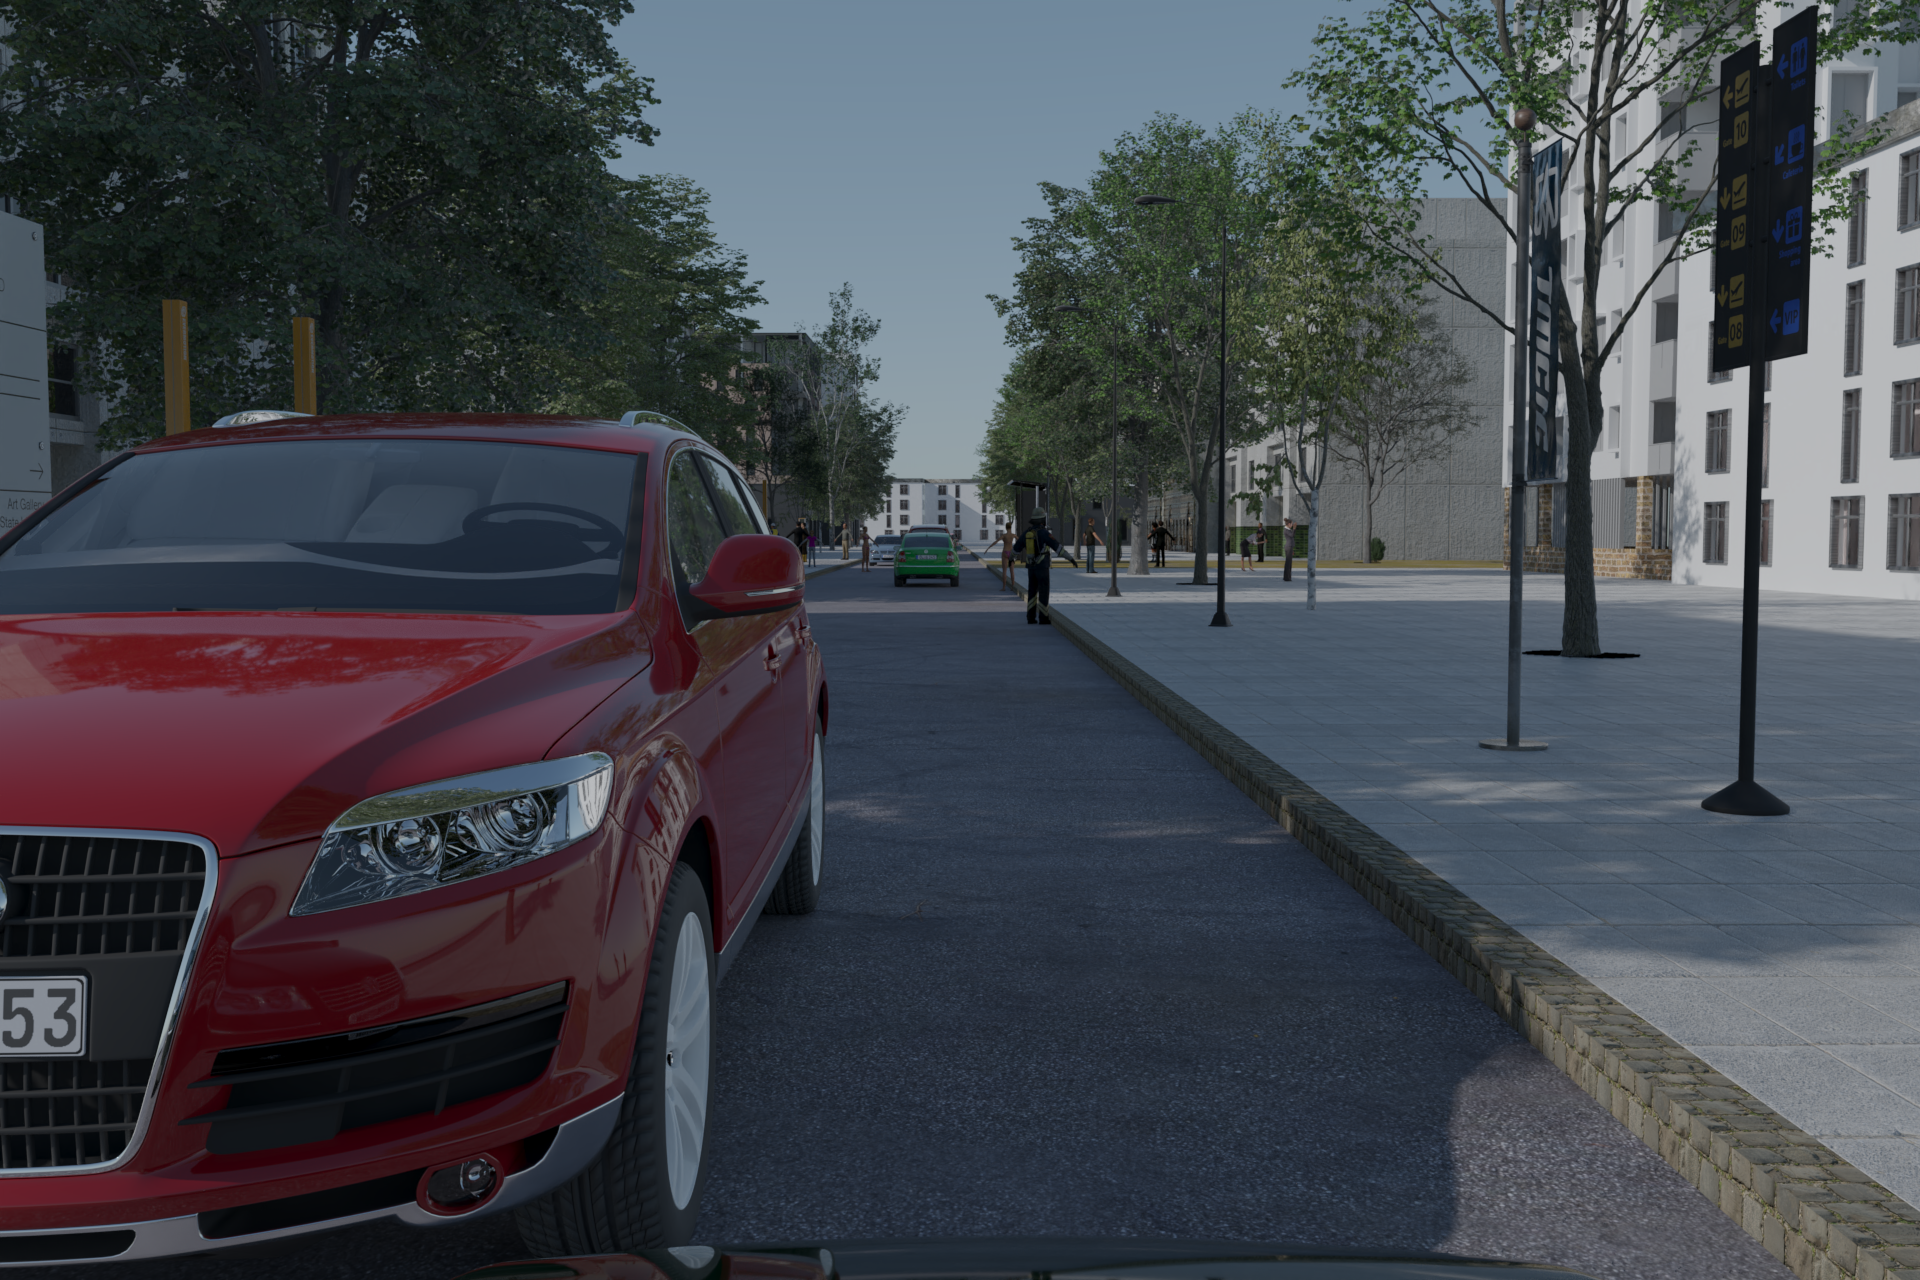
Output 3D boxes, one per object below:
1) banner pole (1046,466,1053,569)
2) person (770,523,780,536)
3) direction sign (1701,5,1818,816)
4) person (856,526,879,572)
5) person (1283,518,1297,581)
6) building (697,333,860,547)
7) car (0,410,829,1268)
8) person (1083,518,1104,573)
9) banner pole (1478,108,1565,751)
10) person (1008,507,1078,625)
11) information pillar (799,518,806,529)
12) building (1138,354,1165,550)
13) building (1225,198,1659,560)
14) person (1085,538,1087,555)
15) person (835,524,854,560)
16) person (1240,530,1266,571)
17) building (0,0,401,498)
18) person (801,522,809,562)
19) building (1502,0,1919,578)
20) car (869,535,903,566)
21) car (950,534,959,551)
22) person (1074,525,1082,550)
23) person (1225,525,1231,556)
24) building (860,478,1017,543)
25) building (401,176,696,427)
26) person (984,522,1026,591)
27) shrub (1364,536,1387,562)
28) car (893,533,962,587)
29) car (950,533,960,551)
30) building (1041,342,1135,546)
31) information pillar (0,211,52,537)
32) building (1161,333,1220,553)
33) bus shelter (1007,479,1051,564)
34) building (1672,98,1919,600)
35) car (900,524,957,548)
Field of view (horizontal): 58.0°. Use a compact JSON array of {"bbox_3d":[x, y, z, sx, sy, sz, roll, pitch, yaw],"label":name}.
[{"bbox_3d":[3.236,-4.492,63.456,0.401,3.779,0.863,0,3,0],"label":"banner pole"},{"bbox_3d":[-9.535,-5.032,88.249,0.705,1.833,1.349,2,4,31],"label":"person"},{"bbox_3d":[3.653,-0.976,7.952,0.379,3.537,0.876,0,4,0],"label":"direction sign"},{"bbox_3d":[-3.513,-3.440,65.497,0.721,1.733,1.217,3,5,40],"label":"person"},{"bbox_3d":[8.976,-2.442,46.779,0.445,1.727,0.742,-2,4,-24],"label":"person"},{"bbox_3d":[-26.049,-21.290,192.066,27.936,21.610,32.646,0,4,0],"label":"building"},{"bbox_3d":[-1.535,0.220,5.075,2.281,1.827,5.304,0,3,0],"label":"car"},{"bbox_3d":[4.296,-3.074,56.477,0.705,1.803,1.348,-1,4,-22],"label":"person"},{"bbox_3d":[3.329,-1.227,10.071,0.401,3.779,0.863,0,4,-1],"label":"banner pole"},{"bbox_3d":[1.264,-1.179,27.510,1.354,1.856,0.705,3,5,39],"label":"person"},{"bbox_3d":[-7.289,-4.625,80.118,0.304,2.012,0.304,0,4,-1],"label":"information pillar"},{"bbox_3d":[24.904,-19.131,143.717,19.493,23.208,18.063,0,3,0],"label":"building"},{"bbox_3d":[25.811,-14.275,99.850,16.747,18.905,31.486,0,3,0],"label":"building"},{"bbox_3d":[7.794,-6.026,104.705,0.705,1.806,1.347,1,4,21],"label":"person"},{"bbox_3d":[-5.689,-4.858,85.706,1.348,1.796,0.705,3,5,44],"label":"person"},{"bbox_3d":[10.028,-3.073,59.473,0.799,1.438,0.628,-1,4,-11],"label":"person"},{"bbox_3d":[-29.140,-11.213,49.786,16.747,18.905,31.486,0,4,-1],"label":"building"},{"bbox_3d":[-7.096,-4.422,78.432,0.704,1.812,1.346,1,4,19],"label":"person"},{"bbox_3d":[24.279,-12.408,59.291,16.016,20.090,11.380,0,4,-1],"label":"building"},{"bbox_3d":[-3.211,-4.096,78.974,2.014,1.417,4.499,0,4,0],"label":"car"},{"bbox_3d":[-1.091,-5.754,105.881,2.131,1.459,4.920,0,4,-1],"label":"car"},{"bbox_3d":[6.744,-5.698,99.289,0.704,1.817,1.347,1,4,15],"label":"person"},{"bbox_3d":[15.743,-5.862,101.976,0.705,1.813,1.348,0,4,-2],"label":"person"},{"bbox_3d":[-5.282,-19.286,259.925,28.070,9.664,9.099,0,4,4],"label":"building"},{"bbox_3d":[-26.119,-14.335,100.829,16.747,18.905,31.486,0,4,0],"label":"building"},{"bbox_3d":[1.184,-2.100,43.599,1.217,1.733,0.721,-1,4,-21],"label":"person"},{"bbox_3d":[19.090,-4.186,79.559,1.383,1.207,1.383,0,3,0],"label":"shrub"},{"bbox_3d":[-0.908,-2.423,48.415,1.959,1.807,4.718,0,4,0],"label":"car"},{"bbox_3d":[-1.074,-8.343,145.445,2.155,1.783,4.494,0,4,0],"label":"car"},{"bbox_3d":[22.522,-21.823,200.773,27.936,21.610,32.646,0,4,-1],"label":"building"},{"bbox_3d":[-7.033,-1.293,12.452,0.184,3.620,1.656,0,4,-1],"label":"information pillar"},{"bbox_3d":[25.085,-18.008,125.363,19.493,23.208,18.063,0,3,0],"label":"building"},{"bbox_3d":[3.094,-5.285,77.690,1.731,3.624,6.357,0,4,0],"label":"bus shelter"},{"bbox_3d":[22.982,-5.436,31.025,9.099,9.664,28.070,0,3,0],"label":"building"},{"bbox_3d":[-1.229,-3.661,68.533,2.281,1.827,5.304,0,4,-1],"label":"car"}]
